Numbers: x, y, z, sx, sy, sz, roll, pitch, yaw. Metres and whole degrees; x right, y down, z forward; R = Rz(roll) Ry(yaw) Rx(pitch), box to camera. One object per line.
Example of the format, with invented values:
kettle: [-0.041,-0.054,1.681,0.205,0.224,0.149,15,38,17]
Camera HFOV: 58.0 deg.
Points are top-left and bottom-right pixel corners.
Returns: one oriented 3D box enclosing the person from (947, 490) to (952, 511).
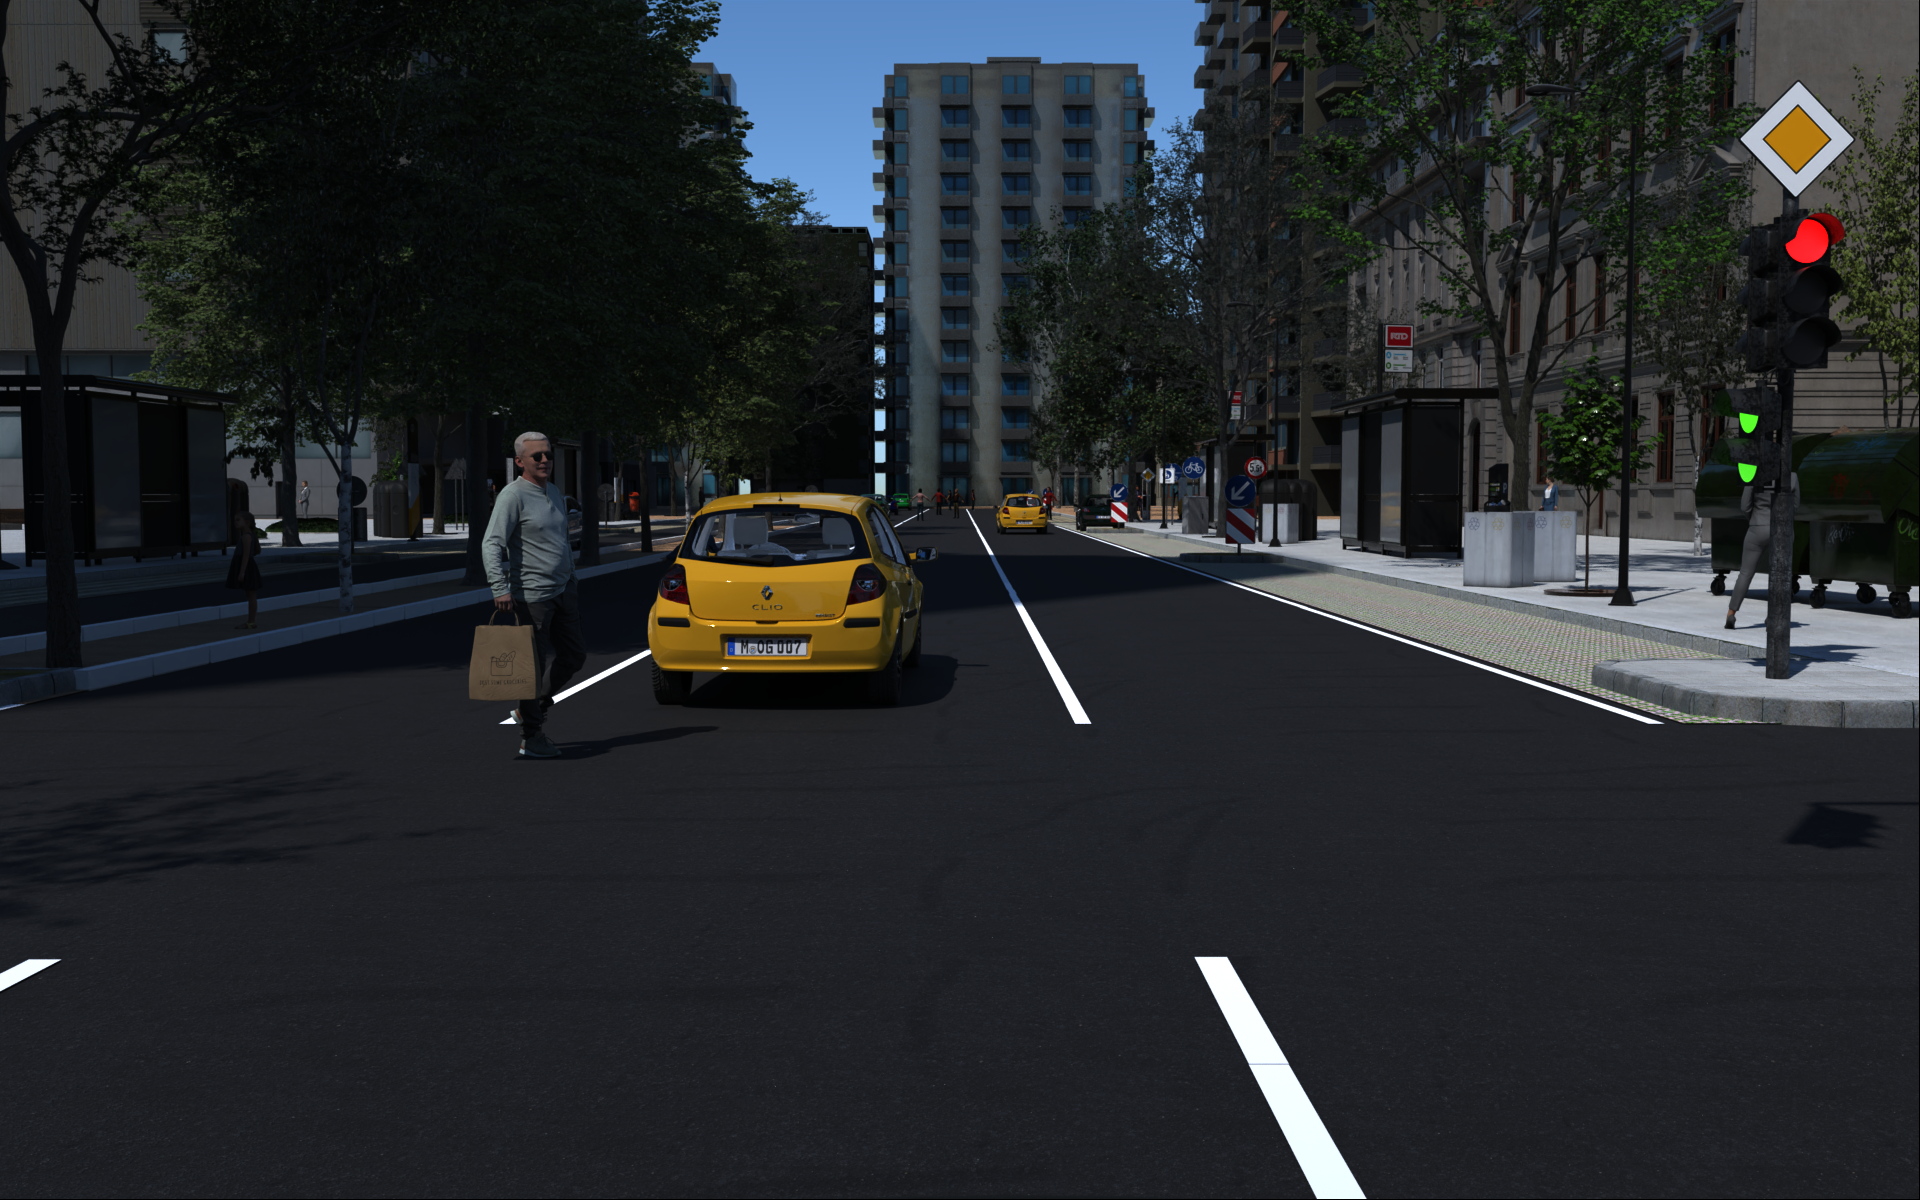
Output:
person: [-0.920,-8.673,150.318,0.705,1.822,1.348,1,4,15]

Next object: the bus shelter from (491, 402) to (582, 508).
bus shelter: [-15.930,-5.381,65.618,2.179,5.291,8.768,0,4,0]

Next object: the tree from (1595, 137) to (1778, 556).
tree: [15.228,-5.209,35.522,4.360,8.622,3.978,0,3,0]

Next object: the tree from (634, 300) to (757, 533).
tree: [-7.661,-5.860,48.631,4.737,8.622,4.395,0,3,0]

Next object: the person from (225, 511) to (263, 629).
person: [-7.572,-0.314,18.307,0.373,1.253,0.362,-1,4,-20]

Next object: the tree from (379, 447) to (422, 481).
tree: [-23.206,-4.695,71.360,1.663,3.219,1.824,0,3,0]

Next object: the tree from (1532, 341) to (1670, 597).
tree: [8.119,-1.674,21.968,1.663,3.219,1.824,0,3,0]

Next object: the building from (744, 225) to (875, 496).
building: [-16.489,-25.516,188.883,14.107,30.474,14.160,0,3,0]

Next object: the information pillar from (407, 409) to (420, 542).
information pillar: [-14.808,-3.398,46.907,0.183,3.616,0.504,1,4,8]

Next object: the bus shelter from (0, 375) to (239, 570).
bus shelter: [-16.158,-3.316,31.852,2.179,5.291,8.768,0,3,0]

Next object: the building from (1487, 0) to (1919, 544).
building: [24.388,-13.215,52.224,11.583,22.565,21.152,0,3,0]

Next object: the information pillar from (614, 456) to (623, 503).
information pillar: [-17.165,-5.851,87.020,0.183,3.616,0.504,3,5,42]

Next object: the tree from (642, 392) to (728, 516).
tree: [-16.741,-10.668,100.174,9.928,11.665,9.643,0,3,0]

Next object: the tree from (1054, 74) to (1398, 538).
tree: [7.840,-8.566,50.427,12.009,13.543,11.850,0,3,0]

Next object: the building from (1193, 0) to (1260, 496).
building: [30.519,-31.609,136.415,23.786,49.044,30.456,0,3,0]

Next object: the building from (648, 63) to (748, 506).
building: [-38.774,-35.026,192.290,30.456,49.044,23.786,0,3,0]

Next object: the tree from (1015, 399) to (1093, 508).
tree: [9.037,-14.086,164.721,8.767,10.594,7.601,2,4,32]

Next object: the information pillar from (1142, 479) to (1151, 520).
information pillar: [9.285,-5.001,86.251,0.304,2.012,0.304,3,5,45]

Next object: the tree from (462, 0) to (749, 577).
tree: [-7.502,-6.975,34.625,7.486,12.596,7.792,0,3,0]

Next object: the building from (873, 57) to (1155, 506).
building: [5.789,-35.054,192.736,30.456,49.044,23.786,0,3,0]

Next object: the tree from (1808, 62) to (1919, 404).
tree: [16.116,-4.831,29.354,4.737,8.622,4.395,0,3,0]

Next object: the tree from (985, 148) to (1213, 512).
tree: [8.615,-14.734,96.784,12.611,20.169,13.585,0,3,0]

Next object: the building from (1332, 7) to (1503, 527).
building: [25.210,-14.257,74.902,13.314,21.916,24.055,0,3,0]

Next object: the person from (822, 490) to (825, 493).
person: [-10.217,-7.295,128.596,1.217,1.723,0.721,-2,4,-34]

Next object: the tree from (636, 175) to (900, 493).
tree: [-7.366,-9.396,66.451,12.009,13.543,11.850,0,3,0]

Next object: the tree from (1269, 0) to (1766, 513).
tree: [8.840,-6.216,27.390,9.928,11.665,9.643,0,3,0]

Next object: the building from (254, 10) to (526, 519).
building: [-41.101,-31.238,99.981,28.713,52.752,27.495,0,3,0]

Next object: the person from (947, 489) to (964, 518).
person: [-0.258,-5.684,101.956,1.217,1.766,0.721,3,4,38]

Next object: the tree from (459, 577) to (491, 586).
tree: [-7.616,-6.512,27.053,7.486,12.596,7.792,0,3,0]

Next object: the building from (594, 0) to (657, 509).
building: [-37.097,-42.964,140.709,20.611,71.187,20.563,0,3,0]

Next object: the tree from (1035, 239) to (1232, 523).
tree: [7.893,-9.856,78.158,9.611,12.733,9.660,0,3,0]

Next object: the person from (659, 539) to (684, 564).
person: [-3.785,-0.649,24.615,1.012,1.151,0.738,0,4,-1]

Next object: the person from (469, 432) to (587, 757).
person: [-2.371,-0.024,9.382,0.515,1.767,0.782,1,4,21]

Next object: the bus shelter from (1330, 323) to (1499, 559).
bus shelter: [9.648,-3.723,38.499,2.179,5.291,8.768,0,3,0]

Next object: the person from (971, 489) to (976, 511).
person: [1.179,-8.649,149.871,0.705,1.831,1.348,0,4,8]

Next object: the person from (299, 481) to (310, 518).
person: [-24.663,-3.589,65.004,0.520,1.790,0.573,2,4,29]

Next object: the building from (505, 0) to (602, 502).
building: [-33.981,-26.830,122.268,14.154,41.232,14.086,0,3,0]

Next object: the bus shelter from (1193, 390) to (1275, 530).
bus shelter: [9.992,-5.316,64.549,2.179,5.291,8.768,0,3,0]

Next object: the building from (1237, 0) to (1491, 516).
building: [29.196,-27.656,106.808,22.147,44.769,28.867,0,3,0]

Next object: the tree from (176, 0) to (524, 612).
tree: [-7.433,-4.165,20.915,4.360,8.622,3.978,0,3,0]

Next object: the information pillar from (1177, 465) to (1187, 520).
information pillar: [11.061,-5.792,86.056,0.504,3.616,0.183,3,5,44]

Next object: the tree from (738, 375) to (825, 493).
tree: [-16.220,-14.256,150.098,9.611,12.733,9.660,0,3,0]

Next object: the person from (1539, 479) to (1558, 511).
person: [17.446,-2.754,51.098,0.654,1.822,0.581,-1,4,-19]

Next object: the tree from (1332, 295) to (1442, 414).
tree: [15.805,-7.019,65.123,4.360,8.622,3.978,0,3,0]

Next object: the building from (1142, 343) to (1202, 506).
building: [35.631,-21.436,195.515,28.899,21.520,27.650,0,3,0]

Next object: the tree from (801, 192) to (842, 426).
tree: [-7.709,-8.273,55.855,7.486,12.596,7.792,0,3,0]

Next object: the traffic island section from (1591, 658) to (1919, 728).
traffic island section: [5.710,0.625,12.055,2.009,0.180,2.903,0,3,0]

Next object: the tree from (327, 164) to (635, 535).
tree: [-16.395,-7.879,54.578,9.928,11.665,9.643,0,3,0]

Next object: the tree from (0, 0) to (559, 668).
tree: [-7.318,-4.731,14.223,8.767,10.594,7.601,0,3,0]

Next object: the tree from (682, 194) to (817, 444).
tree: [-7.621,-6.449,42.315,8.767,10.594,7.601,0,3,0]

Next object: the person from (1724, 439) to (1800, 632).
person: [7.532,-0.608,16.258,0.520,1.790,0.573,0,4,-3]
